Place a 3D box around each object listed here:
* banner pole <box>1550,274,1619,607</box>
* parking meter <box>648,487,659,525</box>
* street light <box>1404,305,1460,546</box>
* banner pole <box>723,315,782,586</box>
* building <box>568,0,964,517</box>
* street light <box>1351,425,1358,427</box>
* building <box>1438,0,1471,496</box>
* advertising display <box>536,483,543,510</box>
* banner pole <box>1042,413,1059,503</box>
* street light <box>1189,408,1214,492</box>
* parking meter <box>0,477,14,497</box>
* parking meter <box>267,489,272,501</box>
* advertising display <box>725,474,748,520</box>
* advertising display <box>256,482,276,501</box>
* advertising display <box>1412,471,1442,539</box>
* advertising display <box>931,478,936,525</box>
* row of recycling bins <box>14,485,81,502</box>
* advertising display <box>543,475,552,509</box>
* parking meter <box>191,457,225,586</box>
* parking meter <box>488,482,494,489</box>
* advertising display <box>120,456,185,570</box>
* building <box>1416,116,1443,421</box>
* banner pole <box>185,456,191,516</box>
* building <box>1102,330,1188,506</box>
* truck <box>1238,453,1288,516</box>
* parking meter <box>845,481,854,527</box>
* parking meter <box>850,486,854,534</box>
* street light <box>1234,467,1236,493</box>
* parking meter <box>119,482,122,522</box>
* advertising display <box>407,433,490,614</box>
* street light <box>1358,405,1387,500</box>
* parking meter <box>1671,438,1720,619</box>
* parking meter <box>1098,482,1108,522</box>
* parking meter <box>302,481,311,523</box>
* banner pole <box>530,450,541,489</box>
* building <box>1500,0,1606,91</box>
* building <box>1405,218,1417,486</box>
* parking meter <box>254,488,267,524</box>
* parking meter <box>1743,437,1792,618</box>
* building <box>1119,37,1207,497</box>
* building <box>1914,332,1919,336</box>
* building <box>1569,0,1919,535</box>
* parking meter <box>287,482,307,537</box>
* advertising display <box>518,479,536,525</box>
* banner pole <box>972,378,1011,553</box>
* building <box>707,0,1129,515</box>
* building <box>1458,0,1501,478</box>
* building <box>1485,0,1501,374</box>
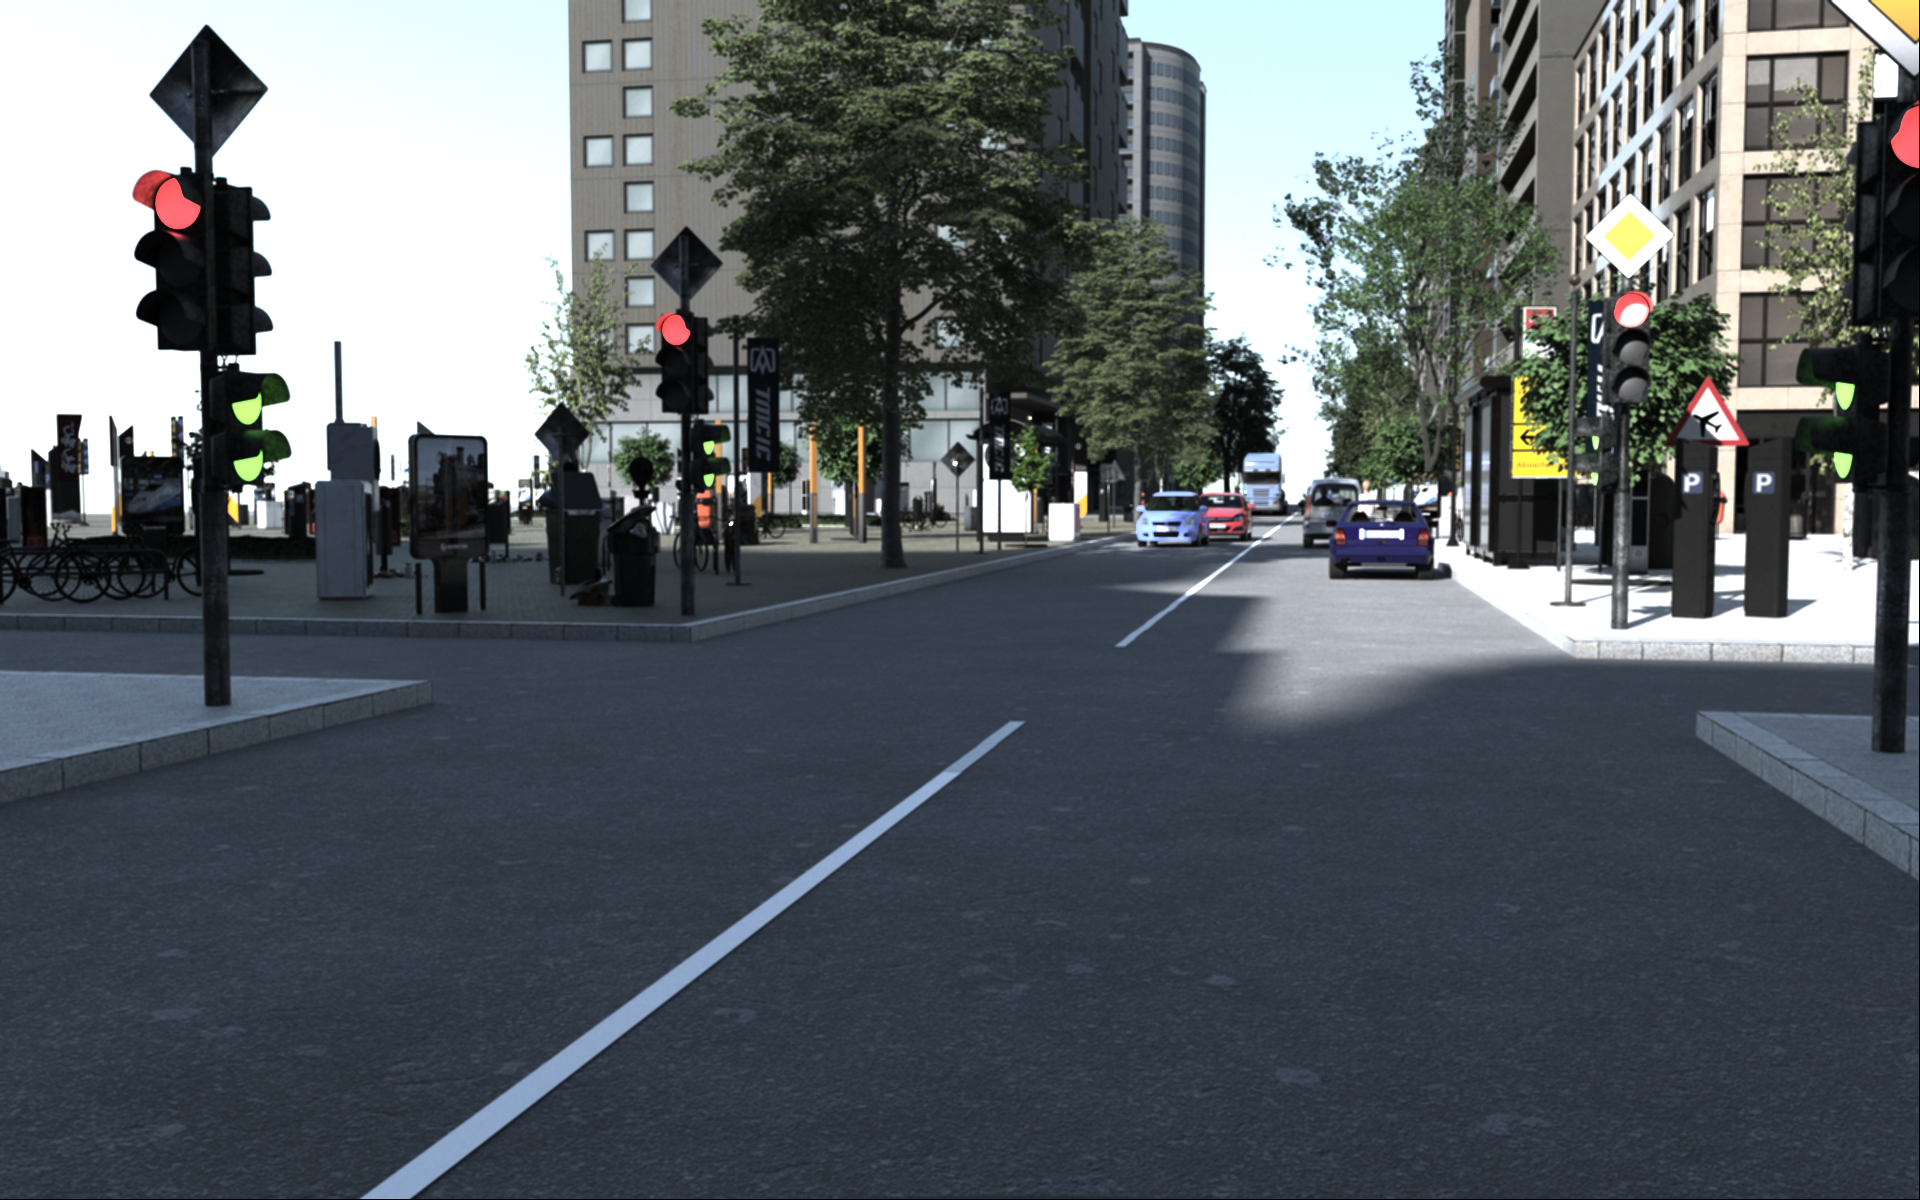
[{"bbox_3d":[7.232,-1.824,19.837,0.863,3.779,0.401,0,4,-2],"label":"banner pole"},{"bbox_3d":[-10.701,-3.187,60.512,0.372,1.533,0.369,0,3,0],"label":"parking meter"},{"bbox_3d":[11.588,-4.281,42.527,1.470,5.913,1.316,1,4,12],"label":"street light"},{"bbox_3d":[-2.927,-2.106,24.453,0.863,3.779,0.401,-1,4,-21],"label":"banner pole"},{"bbox_3d":[-6.904,-31.853,110.043,28.713,52.752,27.495,1,4,12],"label":"building"},{"bbox_3d":[27.143,-8.847,117.190,1.470,5.913,1.316,1,4,12],"label":"street light"},{"bbox_3d":[63.298,-46.312,195.458,20.563,71.187,20.611,1,4,12],"label":"building"},{"bbox_3d":[-23.883,-5.714,98.641,0.974,1.923,0.123,3,5,44],"label":"advertising display"},{"bbox_3d":[2.812,-3.877,53.398,0.401,3.779,0.863,-3,5,-44],"label":"banner pole"},{"bbox_3d":[12.930,-7.384,93.263,1.470,5.913,1.316,1,4,12],"label":"street light"},{"bbox_3d":[-32.822,-3.300,59.672,0.399,1.863,0.255,-3,5,-41],"label":"parking meter"},{"bbox_3d":[-31.838,-4.355,79.622,0.372,1.533,0.369,0,3,0],"label":"parking meter"},{"bbox_3d":[-6.945,-3.044,54.981,0.974,1.923,0.123,-1,4,-18],"label":"advertising display"},{"bbox_3d":[-38.336,-5.535,95.703,0.974,1.923,0.123,-2,4,-26],"label":"advertising display"},{"bbox_3d":[13.319,-2.708,49.485,0.123,1.923,0.974,-2,4,-34],"label":"advertising display"},{"bbox_3d":[-1.091,-4.053,71.478,0.123,1.923,0.974,0,4,-8],"label":"advertising display"},{"bbox_3d":[-41.623,-4.401,79.069,1.069,1.692,3.534,1,4,17],"label":"row of recycling bins"},{"bbox_3d":[-13.054,-3.135,56.474,0.974,1.923,0.123,1,4,19],"label":"advertising display"},{"bbox_3d":[-10.540,-1.137,24.298,0.399,1.863,0.255,0,4,-6],"label":"parking meter"},{"bbox_3d":[-22.692,-4.770,83.700,0.255,1.863,0.399,-3,5,-40],"label":"parking meter"},{"bbox_3d":[-13.726,-1.483,29.466,0.974,1.923,0.123,-2,4,-34],"label":"advertising display"},{"bbox_3d":[68.608,-36.261,216.563,21.300,48.544,21.600,1,4,12],"label":"building"},{"bbox_3d":[-45.742,-6.894,102.736,0.401,3.779,0.863,-3,5,-42],"label":"banner pole"},{"bbox_3d":[11.557,-21.736,200.426,27.650,21.520,28.899,1,4,12],"label":"building"},{"bbox_3d":[21.168,-7.938,119.551,2.967,4.110,18.799,1,4,12],"label":"truck"},{"bbox_3d":[-4.290,-3.764,67.257,0.255,1.863,0.399,1,4,19],"label":"parking meter"},{"bbox_3d":[-3.318,-2.858,55.135,0.372,1.533,0.369,0,3,0],"label":"parking meter"},{"bbox_3d":[22.936,-10.298,140.912,1.470,5.913,1.316,1,4,12],"label":"street light"},{"bbox_3d":[-37.929,-4.439,78.284,0.399,1.863,0.255,1,4,16],"label":"parking meter"},{"bbox_3d":[-5.543,-0.832,18.818,0.123,1.923,0.974,3,4,36],"label":"advertising display"},{"bbox_3d":[21.528,-7.180,89.938,1.470,5.913,1.316,1,4,12],"label":"street light"},{"bbox_3d":[7.623,-0.748,17.936,0.399,1.863,0.255,3,5,42],"label":"parking meter"},{"bbox_3d":[6.666,-4.580,80.595,0.399,1.863,0.255,3,5,40],"label":"parking meter"},{"bbox_3d":[-28.535,-4.284,75.749,0.399,1.863,0.255,-1,4,-13],"label":"parking meter"},{"bbox_3d":[-23.950,-6.576,97.542,0.401,3.779,0.863,2,4,34],"label":"banner pole"},{"bbox_3d":[42.560,-28.994,97.758,21.300,48.544,21.600,1,4,12],"label":"building"},{"bbox_3d":[67.851,-33.733,235.136,14.154,41.232,14.086,1,4,12],"label":"building"},{"bbox_3d":[-29.665,-3.967,73.263,0.372,1.533,0.369,0,3,0],"label":"parking meter"},{"bbox_3d":[8.415,-0.756,18.071,0.255,1.863,0.399,-3,5,-41],"label":"parking meter"},{"bbox_3d":[20.524,-41.868,226.545,21.231,58.520,28.212,1,4,12],"label":"building"},{"bbox_3d":[40.789,-15.238,25.555,44.131,29.872,17.030,1,4,12],"label":"building"},{"bbox_3d":[36.909,-16.198,69.357,19.350,26.468,34.151,1,4,12],"label":"building"},{"bbox_3d":[-14.314,-1.774,37.413,0.372,1.533,0.369,0,3,0],"label":"parking meter"},{"bbox_3d":[-18.146,-4.107,72.358,0.974,1.923,0.123,3,5,45],"label":"advertising display"},{"bbox_3d":[0.698,-2.907,37.552,0.863,3.779,0.401,0,4,-1],"label":"banner pole"},{"bbox_3d":[-1.316,-33.497,136.914,28.713,52.752,27.495,1,4,12],"label":"building"},{"bbox_3d":[49.991,-30.322,145.868,14.600,45.320,14.200,1,4,12],"label":"building"},{"bbox_3d":[49.742,-30.775,122.787,23.786,49.044,30.456,1,4,12],"label":"building"}]
